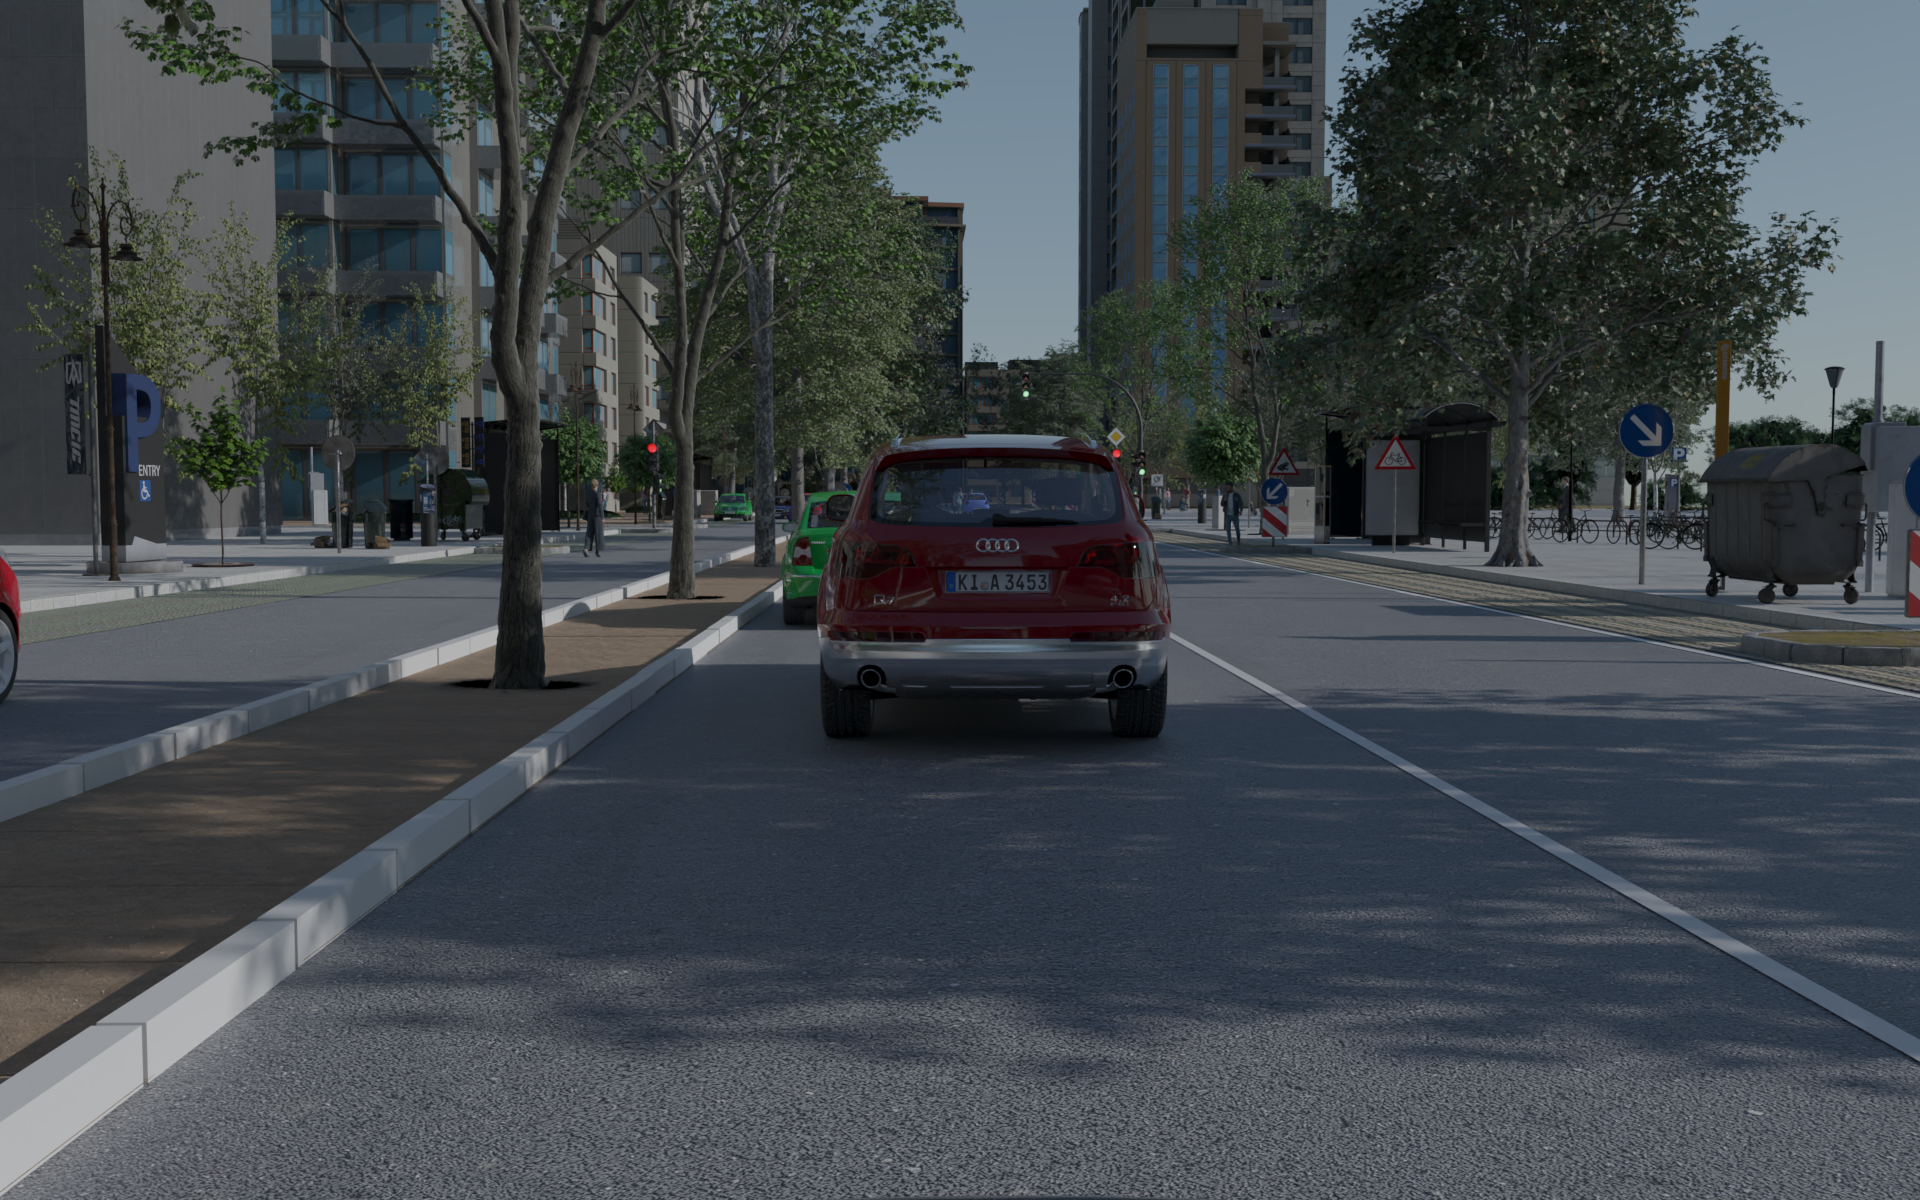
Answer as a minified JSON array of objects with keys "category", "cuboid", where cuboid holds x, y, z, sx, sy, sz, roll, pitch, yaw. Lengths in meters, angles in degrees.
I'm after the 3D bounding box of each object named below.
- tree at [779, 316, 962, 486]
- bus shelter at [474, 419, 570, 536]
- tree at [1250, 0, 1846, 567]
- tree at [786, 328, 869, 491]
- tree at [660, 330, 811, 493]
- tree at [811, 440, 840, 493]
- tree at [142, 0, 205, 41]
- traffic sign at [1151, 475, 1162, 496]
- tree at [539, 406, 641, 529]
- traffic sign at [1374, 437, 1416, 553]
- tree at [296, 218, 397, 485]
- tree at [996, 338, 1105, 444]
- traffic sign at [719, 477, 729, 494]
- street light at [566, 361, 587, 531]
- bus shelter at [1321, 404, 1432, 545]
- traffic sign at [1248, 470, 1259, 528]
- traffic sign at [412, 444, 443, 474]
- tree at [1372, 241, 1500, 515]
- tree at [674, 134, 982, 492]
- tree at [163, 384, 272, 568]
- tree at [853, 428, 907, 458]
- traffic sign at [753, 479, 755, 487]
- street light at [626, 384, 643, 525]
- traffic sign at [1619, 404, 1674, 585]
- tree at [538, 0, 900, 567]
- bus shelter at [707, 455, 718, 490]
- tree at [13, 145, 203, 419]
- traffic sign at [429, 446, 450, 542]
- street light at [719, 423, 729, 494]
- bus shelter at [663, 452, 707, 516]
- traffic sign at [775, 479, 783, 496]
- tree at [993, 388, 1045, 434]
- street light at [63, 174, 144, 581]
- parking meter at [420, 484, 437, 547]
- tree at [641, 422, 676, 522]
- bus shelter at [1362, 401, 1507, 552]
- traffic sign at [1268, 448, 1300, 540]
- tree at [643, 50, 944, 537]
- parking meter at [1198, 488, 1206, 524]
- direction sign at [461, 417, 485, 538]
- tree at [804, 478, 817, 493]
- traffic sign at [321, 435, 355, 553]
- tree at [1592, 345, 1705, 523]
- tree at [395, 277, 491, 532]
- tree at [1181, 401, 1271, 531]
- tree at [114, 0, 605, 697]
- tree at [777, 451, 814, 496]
[{"category":"tree","cuboid":[-4.972,-10.613,86.357,12.009,13.543,11.850,0,3,0]},{"category":"bus shelter","cuboid":[-14.033,-3.947,55.821,1.731,3.624,6.357,0,4,-2]},{"category":"tree","cuboid":[9.992,-6.941,30.488,9.611,12.733,9.660,0,3,0]},{"category":"tree","cuboid":[-4.643,-6.678,62.002,4.360,8.622,3.978,0,3,0]},{"category":"tree","cuboid":[-15.386,-12.809,116.083,9.857,13.997,8.962,0,3,0]},{"category":"tree","cuboid":[-18.372,-19.444,224.563,9.857,13.997,8.962,0,3,0]},{"category":"tree","cuboid":[-2.903,-3.145,4.246,4.360,8.622,3.978,0,3,0]},{"category":"traffic sign","cuboid":[10.325,-5.428,90.885,0.606,2.300,0.079,0,4,1]},{"category":"tree","cuboid":[-14.731,-4.980,65.133,4.285,4.588,4.351,0,3,0]},{"category":"traffic sign","cuboid":[9.428,-2.298,37.580,0.884,2.594,0.081,0,4,5]},{"category":"tree","cuboid":[-17.716,-5.752,44.405,4.737,8.622,4.395,0,3,0]},{"category":"tree","cuboid":[7.739,-14.491,143.582,9.857,13.997,8.962,0,3,0]},{"category":"traffic sign","cuboid":[-17.106,-7.673,125.557,0.768,2.556,0.104,0,4,1]},{"category":"street light","cuboid":[-13.341,-5.356,60.355,0.468,5.910,1.993,0,4,-1]},{"category":"bus shelter","cuboid":[11.072,-3.395,46.794,1.731,3.624,6.357,0,4,-2]},{"category":"traffic sign","cuboid":[10.934,-4.005,65.493,0.884,2.594,0.081,0,4,1]},{"category":"traffic sign","cuboid":[-13.934,-2.788,45.314,0.795,2.593,0.064,0,4,-1]},{"category":"tree","cuboid":[9.648,-7.841,53.949,9.928,11.665,9.643,0,3,0]},{"category":"tree","cuboid":[-4.059,-8.178,53.168,9.611,12.733,9.660,0,3,0]},{"category":"tree","cuboid":[-12.939,-2.202,30.601,1.663,3.219,1.824,0,3,0]},{"category":"tree","cuboid":[-5.436,-9.763,112.437,4.737,8.622,4.395,0,3,0]},{"category":"traffic sign","cuboid":[-16.482,-8.602,140.750,0.768,2.556,0.104,0,4,4]},{"category":"street light","cuboid":[-13.657,-6.114,72.750,0.468,5.910,1.993,0,4,-1]},{"category":"traffic sign","cuboid":[9.668,-1.491,24.485,0.768,2.556,0.104,0,4,3]},{"category":"tree","cuboid":[-5.056,-10.752,34.147,12.611,20.169,13.585,0,3,0]},{"category":"bus shelter","cuboid":[-16.215,-7.089,107.181,1.731,3.624,6.357,0,4,-1]},{"category":"tree","cuboid":[-17.412,-5.277,36.649,4.737,8.622,4.395,0,3,0]},{"category":"traffic sign","cuboid":[-13.978,-2.816,46.143,0.768,2.556,0.104,0,4,2]},{"category":"street light","cuboid":[-14.610,-8.232,107.376,0.468,5.910,1.993,0,4,-1]},{"category":"bus shelter","cuboid":[-15.789,-6.555,98.460,1.731,3.624,6.357,0,4,-1]},{"category":"traffic sign","cuboid":[-15.176,-8.869,145.108,0.768,2.556,0.104,0,4,6]},{"category":"tree","cuboid":[7.113,-16.249,183.790,7.486,12.596,7.792,0,3,0]},{"category":"street light","cuboid":[-12.510,-3.221,25.444,0.468,5.910,1.993,0,4,-1]},{"category":"parking meter","cuboid":[-13.007,-2.077,42.376,0.372,1.533,0.369,0,3,0]},{"category":"tree","cuboid":[-14.273,-5.840,79.205,4.285,4.588,4.351,0,3,0]},{"category":"bus shelter","cuboid":[10.879,-2.857,40.634,2.014,3.302,5.546,0,4,-1]},{"category":"traffic sign","cuboid":[9.089,-2.977,48.684,0.884,2.594,0.081,0,4,3]},{"category":"tree","cuboid":[-4.289,-7.581,44.531,7.486,12.596,7.792,0,3,0]},{"category":"parking meter","cuboid":[10.518,-4.089,75.260,0.372,1.533,0.369,0,3,0]},{"category":"direction sign","cuboid":[-14.351,-3.612,51.056,0.876,3.537,0.379,2,4,28]},{"category":"tree","cuboid":[-17.487,-12.610,200.767,1.663,3.219,1.824,0,3,0]},{"category":"traffic sign","cuboid":[-13.412,-2.278,37.353,0.768,2.556,0.104,0,4,7]},{"category":"tree","cuboid":[24.020,-6.691,59.763,4.360,8.622,3.978,0,3,0]},{"category":"tree","cuboid":[-17.874,-6.597,58.226,4.737,8.622,4.395,0,3,0]},{"category":"tree","cuboid":[9.364,-4.723,60.929,4.285,4.588,4.351,0,3,0]},{"category":"tree","cuboid":[-3.136,-5.144,12.318,9.928,11.665,9.643,0,3,0]},{"category":"tree","cuboid":[-16.269,-13.592,156.645,8.767,10.594,7.601,2,4,35]}]
